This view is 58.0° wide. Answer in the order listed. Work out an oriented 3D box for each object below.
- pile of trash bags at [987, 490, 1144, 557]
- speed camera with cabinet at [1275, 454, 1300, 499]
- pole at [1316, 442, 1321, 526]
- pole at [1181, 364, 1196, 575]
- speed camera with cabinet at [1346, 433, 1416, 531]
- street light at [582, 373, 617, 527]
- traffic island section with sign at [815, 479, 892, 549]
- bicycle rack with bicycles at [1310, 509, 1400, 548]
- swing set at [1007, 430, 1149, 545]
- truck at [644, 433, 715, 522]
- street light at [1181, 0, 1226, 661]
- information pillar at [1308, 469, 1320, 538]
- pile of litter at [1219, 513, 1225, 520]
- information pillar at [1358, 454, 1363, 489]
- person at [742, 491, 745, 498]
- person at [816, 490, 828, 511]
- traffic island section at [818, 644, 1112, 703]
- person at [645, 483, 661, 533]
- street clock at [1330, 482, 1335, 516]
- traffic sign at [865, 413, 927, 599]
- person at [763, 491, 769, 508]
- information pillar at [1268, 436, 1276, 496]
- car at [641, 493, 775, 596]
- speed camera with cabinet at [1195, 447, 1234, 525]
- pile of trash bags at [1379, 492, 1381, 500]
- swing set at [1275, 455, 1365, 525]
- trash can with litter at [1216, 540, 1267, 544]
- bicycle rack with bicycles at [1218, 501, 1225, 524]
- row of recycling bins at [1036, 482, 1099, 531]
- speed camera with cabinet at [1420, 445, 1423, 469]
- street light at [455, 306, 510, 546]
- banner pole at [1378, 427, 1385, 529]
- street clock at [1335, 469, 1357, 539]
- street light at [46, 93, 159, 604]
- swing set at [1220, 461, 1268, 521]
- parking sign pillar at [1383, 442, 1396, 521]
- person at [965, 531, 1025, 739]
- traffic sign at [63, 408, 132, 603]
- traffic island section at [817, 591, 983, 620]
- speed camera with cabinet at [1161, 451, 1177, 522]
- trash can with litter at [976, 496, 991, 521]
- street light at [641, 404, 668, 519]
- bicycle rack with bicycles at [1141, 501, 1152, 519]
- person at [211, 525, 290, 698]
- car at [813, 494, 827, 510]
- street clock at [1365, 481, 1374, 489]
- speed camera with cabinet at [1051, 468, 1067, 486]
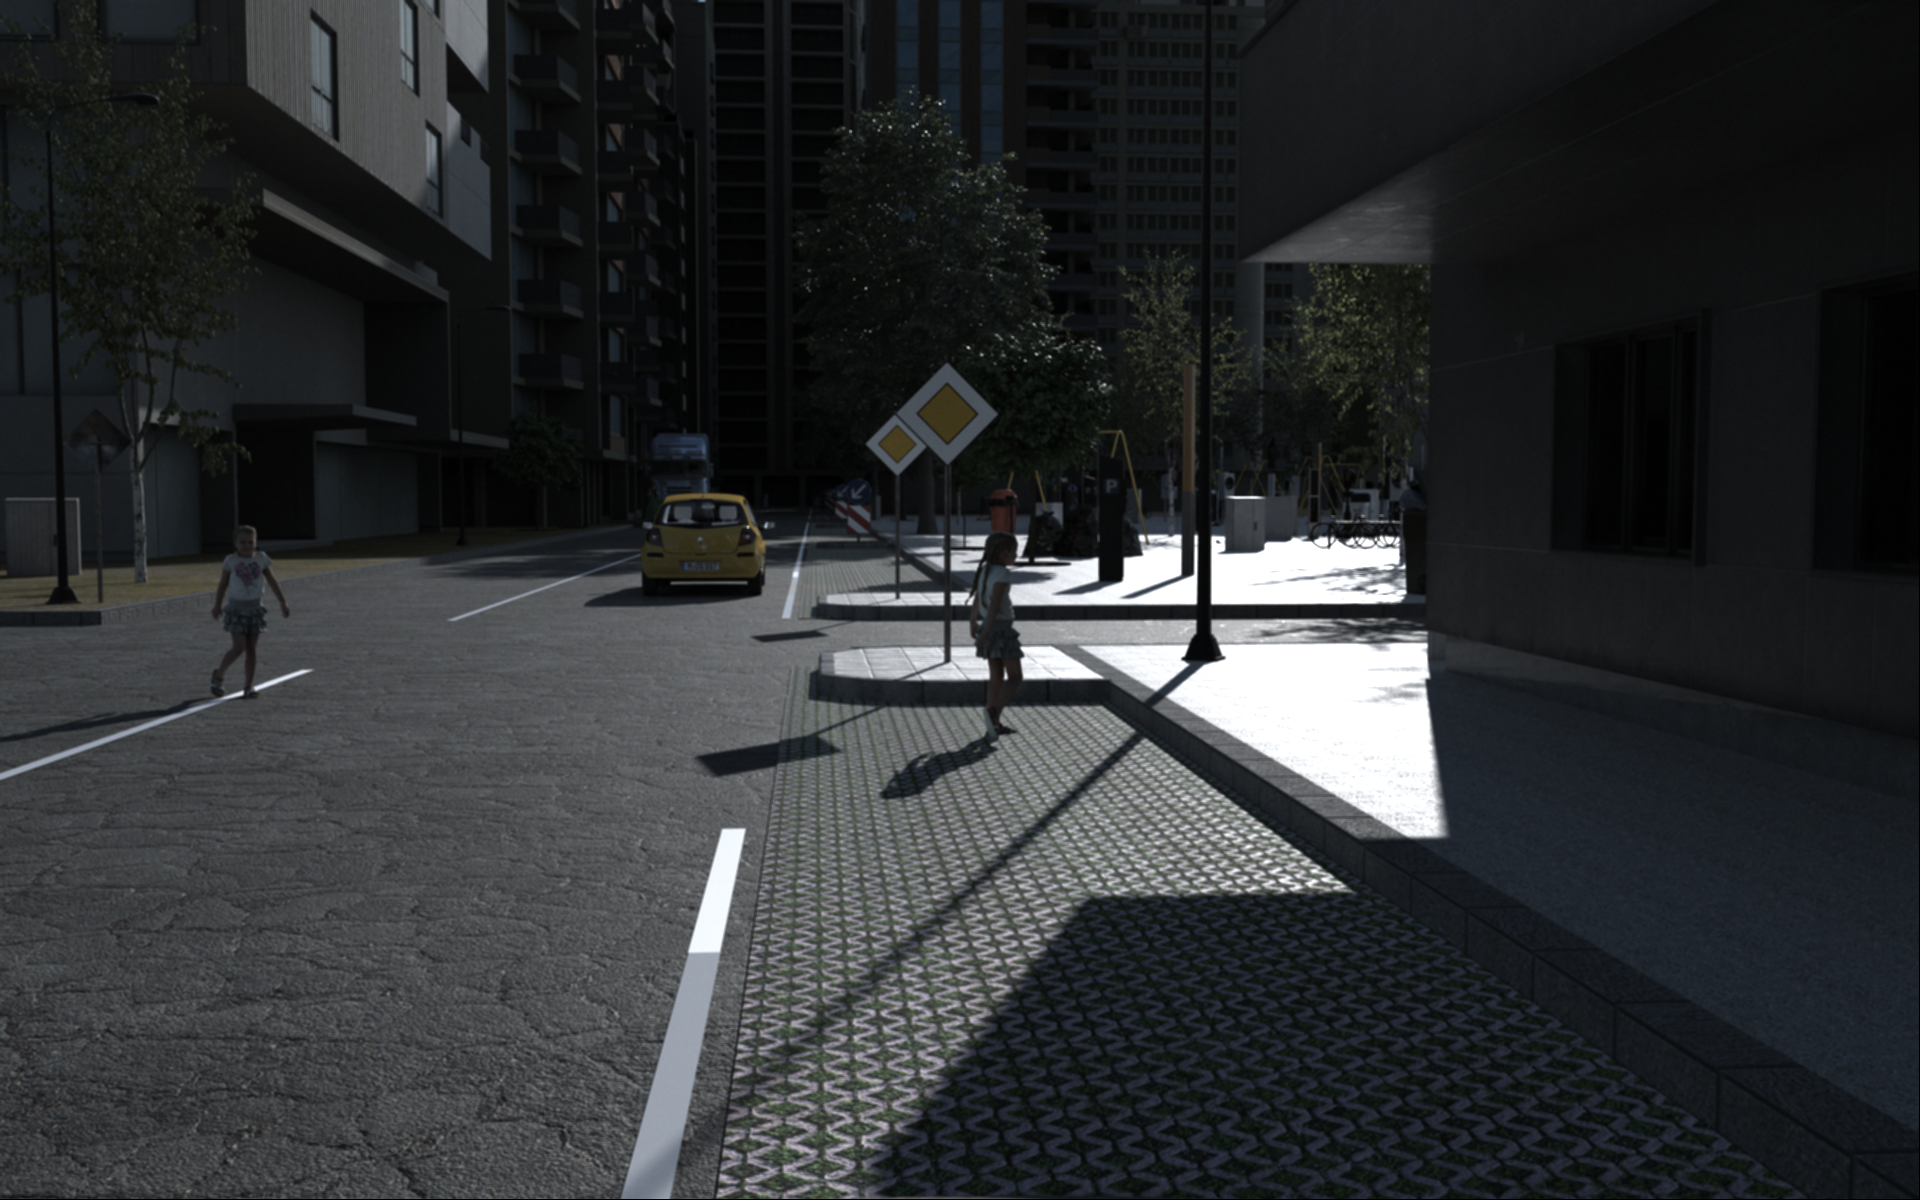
[{"bbox_3d":[2.017,-1.584,35.651,3.447,1.369,1.912,-3,4,-37],"label":"pile of trash bags"},{"bbox_3d":[16.351,-5.649,86.696,0.660,3.252,2.038,-1,4,-11],"label":"speed camera with cabinet"},{"bbox_3d":[14.162,-4.564,68.472,0.158,3.312,0.155,0,3,0],"label":"pole"},{"bbox_3d":[3.601,-2.045,27.279,0.158,3.312,0.155,0,3,0],"label":"pole"},{"bbox_3d":[13.534,-3.766,55.910,2.038,3.252,0.660,1,4,20],"label":"speed camera with cabinet"},{"bbox_3d":[-13.848,-5.748,66.524,1.470,5.913,1.316,0,4,-5],"label":"street light"},{"bbox_3d":[-2.817,-2.287,46.022,1.989,1.847,2.006,0,4,-5],"label":"traffic island section with sign"},{"bbox_3d":[9.950,-1.731,41.676,2.925,0.926,2.852,1,4,13],"label":"bicycle rack with bicycles"},{"bbox_3d":[2.687,-2.800,43.402,3.119,2.851,2.862,3,4,36],"label":"swing set"},{"bbox_3d":[-12.857,-5.681,82.639,2.967,4.110,18.799,0,4,-5],"label":"truck"},{"bbox_3d":[1.352,-2.489,13.232,1.470,5.913,1.316,0,4,-5],"label":"street light"},{"bbox_3d":[10.254,-2.796,50.204,0.304,2.012,0.304,0,4,6],"label":"information pillar"},{"bbox_3d":[13.663,-4.419,86.217,1.719,0.858,1.176,0,4,6],"label":"pile of litter"},{"bbox_3d":[20.999,-6.089,90.913,0.183,3.616,0.504,0,4,-3],"label":"information pillar"},{"bbox_3d":[-20.908,-9.632,166.710,0.721,1.736,1.217,-1,4,-12],"label":"person"},{"bbox_3d":[-11.239,-8.117,141.928,1.217,1.743,0.721,-1,4,-22],"label":"person"},{"bbox_3d":[-0.075,0.553,13.239,2.009,0.180,2.903,0,4,-5],"label":"traffic island section"},{"bbox_3d":[-10.073,-2.940,56.813,0.600,1.795,0.529,-3,5,-45],"label":"person"},{"bbox_3d":[21.100,-5.695,97.680,0.358,2.002,0.471,-1,4,-20],"label":"street clock"},{"bbox_3d":[-0.764,-1.069,21.118,0.795,2.450,0.064,0,4,-5],"label":"traffic sign"},{"bbox_3d":[-19.262,-9.944,171.752,0.621,1.740,0.551,1,4,23],"label":"person"},{"bbox_3d":[12.685,-4.840,70.496,0.183,3.616,0.504,-1,4,-18],"label":"information pillar"},{"bbox_3d":[-3.780,-0.959,25.897,2.015,1.641,3.980,0,4,-5],"label":"car"},{"bbox_3d":[10.498,-4.723,71.550,2.038,3.252,0.660,-3,5,-43],"label":"speed camera with cabinet"},{"bbox_3d":[23.564,-4.949,90.663,3.447,1.369,1.912,2,4,24],"label":"pile of trash bags"},{"bbox_3d":[14.667,-4.487,70.983,2.862,2.851,3.119,0,4,-3],"label":"swing set"},{"bbox_3d":[7.187,-2.093,45.277,1.678,1.210,2.233,2,4,30],"label":"trash can with litter"},{"bbox_3d":[11.567,-3.801,75.526,2.852,0.926,2.925,-2,4,-30],"label":"bicycle rack with bicycles"},{"bbox_3d":[4.006,-3.191,59.291,3.534,1.692,1.069,-2,4,-32],"label":"row of recycling bins"},{"bbox_3d":[18.338,-4.668,70.658,0.660,3.252,2.038,-1,4,-11],"label":"speed camera with cabinet"},{"bbox_3d":[-11.799,-4.298,42.808,1.470,5.913,1.316,0,4,-5],"label":"street light"},{"bbox_3d":[15.761,-4.556,64.510,0.401,3.779,0.863,1,4,21],"label":"banner pole"},{"bbox_3d":[11.150,-2.767,49.809,0.471,2.002,0.358,2,4,28],"label":"street clock"},{"bbox_3d":[-9.983,-2.914,20.187,1.470,5.913,1.316,0,4,-5],"label":"street light"},{"bbox_3d":[14.120,-5.169,82.138,2.862,2.851,3.119,0,4,-7],"label":"swing set"},{"bbox_3d":[20.080,-5.657,80.959,1.447,3.967,1.447,0,4,5],"label":"parking sign pillar"},{"bbox_3d":[0.158,0.200,10.249,0.382,1.210,0.505,-2,4,-30],"label":"person"},{"bbox_3d":[-10.128,-1.022,20.357,0.795,2.450,0.064,0,4,-5],"label":"traffic sign"},{"bbox_3d":[-0.742,0.066,21.197,2.009,0.180,2.903,0,4,-5],"label":"traffic island section"},{"bbox_3d":[10.350,-5.241,80.027,2.038,3.252,0.660,1,4,15],"label":"speed camera with cabinet"},{"bbox_3d":[1.661,-4.483,84.354,2.233,1.210,1.678,-2,4,-27],"label":"trash can with litter"},{"bbox_3d":[-15.705,-7.122,88.981,1.470,5.913,1.316,0,4,-5],"label":"street light"},{"bbox_3d":[8.632,-4.656,89.509,2.925,0.926,2.852,-2,4,-26],"label":"bicycle rack with bicycles"},{"bbox_3d":[-5.035,0.076,12.273,0.505,1.210,0.382,-3,4,-38],"label":"person"},{"bbox_3d":[-12.505,-8.970,158.653,2.014,1.417,4.499,0,4,-5],"label":"car"},{"bbox_3d":[22.859,-5.634,96.687,0.358,2.002,0.471,-3,4,-37],"label":"street clock"},{"bbox_3d":[5.695,-5.894,90.699,2.038,3.252,0.660,-3,5,-40],"label":"speed camera with cabinet"}]
